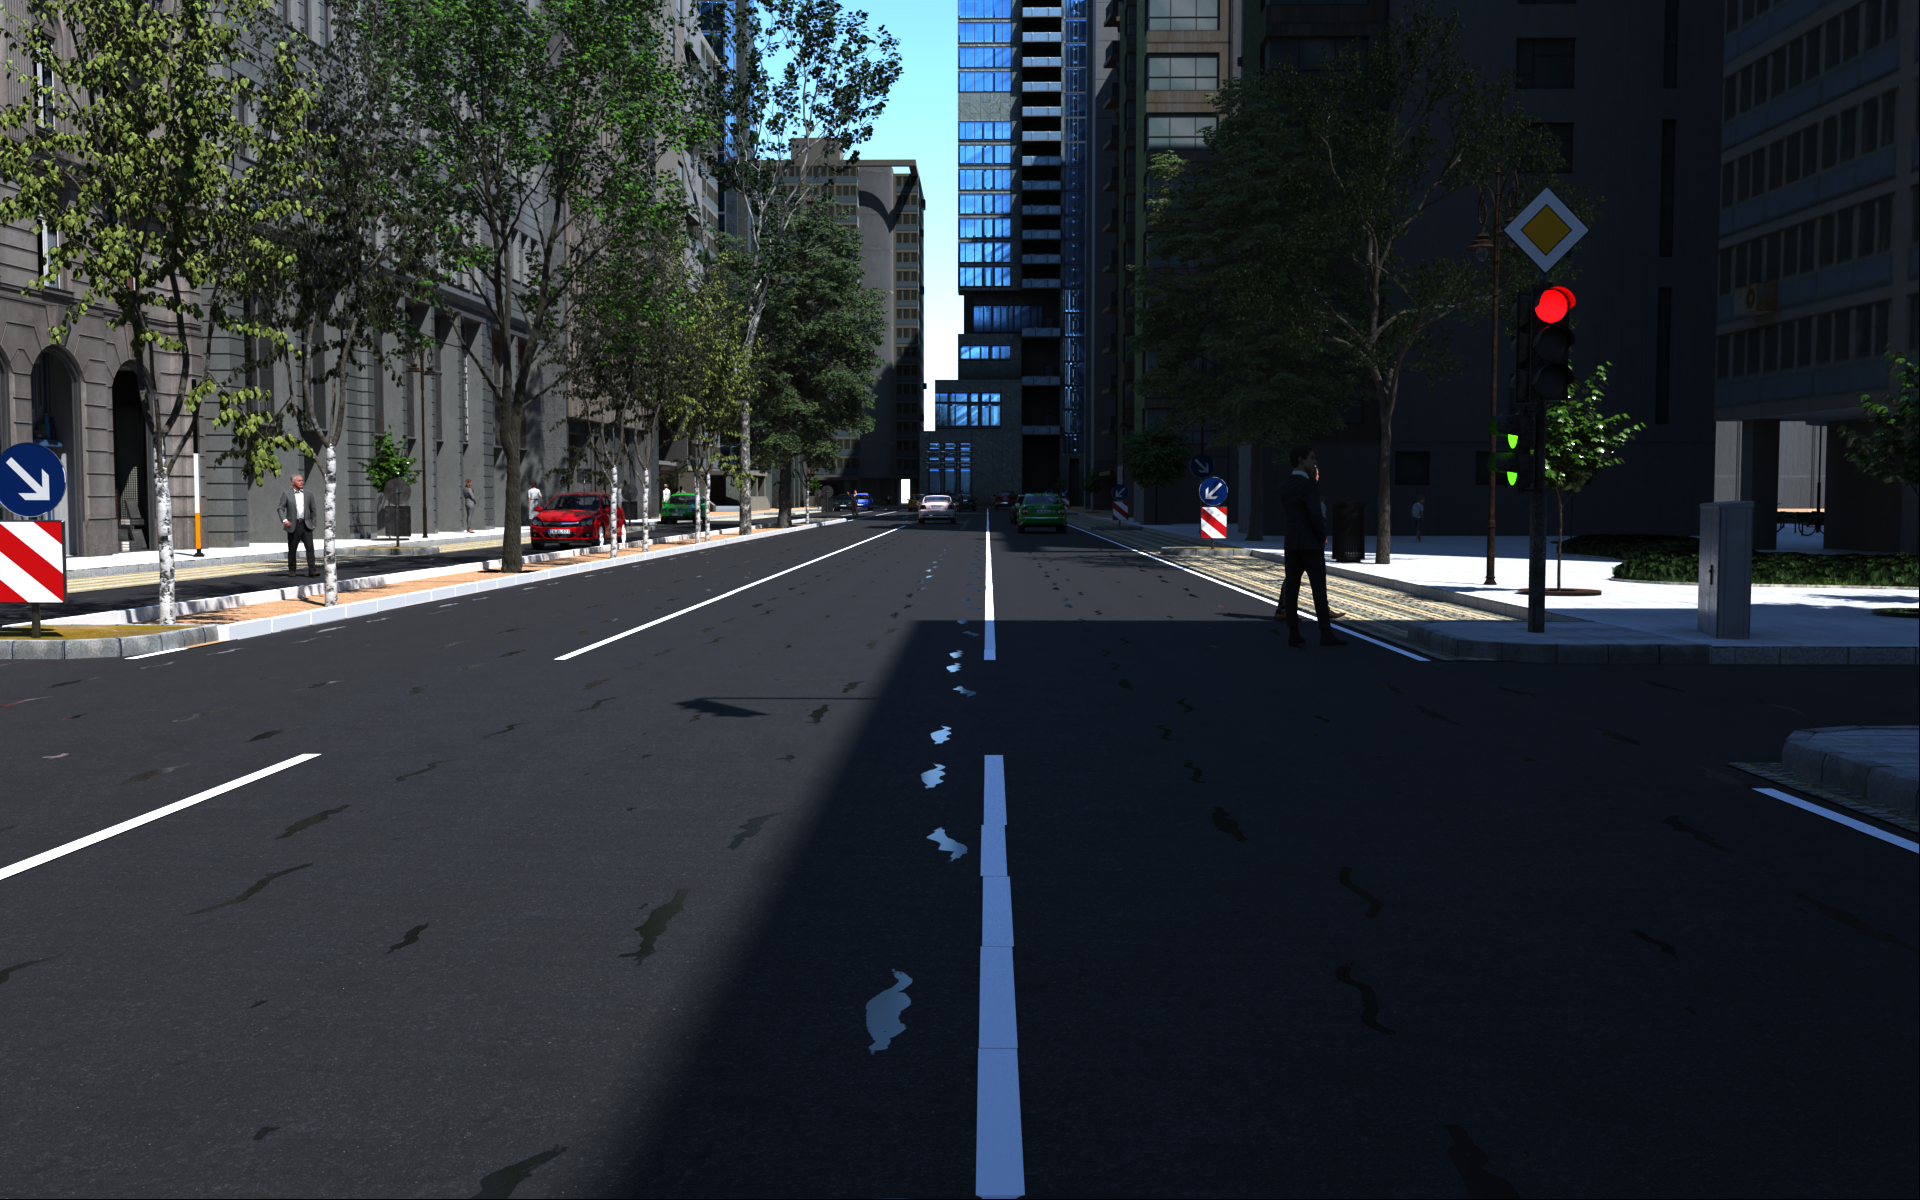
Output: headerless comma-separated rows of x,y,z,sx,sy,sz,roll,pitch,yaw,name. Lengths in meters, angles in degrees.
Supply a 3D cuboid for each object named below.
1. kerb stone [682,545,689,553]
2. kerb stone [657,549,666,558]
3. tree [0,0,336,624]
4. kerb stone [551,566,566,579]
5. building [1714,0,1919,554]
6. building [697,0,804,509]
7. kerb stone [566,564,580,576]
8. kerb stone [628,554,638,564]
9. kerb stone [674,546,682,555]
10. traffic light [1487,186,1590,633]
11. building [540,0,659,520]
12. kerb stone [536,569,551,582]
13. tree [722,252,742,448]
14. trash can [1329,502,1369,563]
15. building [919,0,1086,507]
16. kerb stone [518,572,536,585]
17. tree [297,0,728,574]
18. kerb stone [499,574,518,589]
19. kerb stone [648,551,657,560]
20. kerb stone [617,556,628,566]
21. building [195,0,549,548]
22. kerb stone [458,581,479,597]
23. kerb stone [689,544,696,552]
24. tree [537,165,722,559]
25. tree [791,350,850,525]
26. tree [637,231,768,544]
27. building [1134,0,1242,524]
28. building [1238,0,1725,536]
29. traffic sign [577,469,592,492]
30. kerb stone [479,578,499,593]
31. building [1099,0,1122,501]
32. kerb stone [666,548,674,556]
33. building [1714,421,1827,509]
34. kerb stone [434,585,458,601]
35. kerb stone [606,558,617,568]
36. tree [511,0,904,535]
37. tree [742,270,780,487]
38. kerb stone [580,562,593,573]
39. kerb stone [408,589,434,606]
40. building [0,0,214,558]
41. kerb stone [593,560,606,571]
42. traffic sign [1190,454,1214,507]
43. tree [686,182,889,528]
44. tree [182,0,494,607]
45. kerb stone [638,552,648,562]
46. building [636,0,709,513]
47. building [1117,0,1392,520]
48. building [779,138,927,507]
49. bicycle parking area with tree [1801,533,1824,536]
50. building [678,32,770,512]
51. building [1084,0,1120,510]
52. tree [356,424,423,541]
-6.771,-1.208,41.963,0.120,0.150,1.000,0,4,1,kerb stone
-6.818,-1.021,38.886,0.120,0.150,1.000,0,4,1,kerb stone
-8.085,-3.941,17.262,4.737,8.622,4.395,0,3,0,tree
-6.967,-0.457,29.672,0.120,0.150,1.000,0,4,1,kerb stone
29.256,-20.669,29.824,23.993,40.220,32.217,0,4,1,building
-30.730,-51.456,153.980,31.000,86.520,22.319,0,4,1,building
-6.957,-0.517,30.696,0.120,0.150,1.000,0,4,1,kerb stone
-6.876,-0.826,35.807,0.120,0.150,1.000,0,4,1,kerb stone
-6.790,-1.146,40.940,0.120,0.150,1.000,0,4,1,kerb stone
5.334,-1.655,15.979,0.839,4.253,0.868,0,4,1,traffic light
-21.911,-16.034,80.177,12.078,24.808,19.932,0,4,1,building
-6.987,-0.389,28.639,0.120,0.150,1.000,0,4,1,kerb stone
-7.771,-5.499,42.727,4.360,8.622,3.978,0,3,0,tree
7.303,-1.277,32.534,0.748,1.137,0.748,0,3,0,trash can
11.525,-53.363,185.152,31.000,86.520,22.319,0,4,1,building
-7.001,-0.332,27.617,0.120,0.150,1.000,0,4,1,kerb stone
-8.024,-6.284,30.955,9.928,11.665,9.643,0,3,0,tree
-7.015,-0.263,26.586,0.120,0.150,1.000,0,4,1,kerb stone
-6.837,-0.955,37.856,0.120,0.150,1.000,0,4,1,kerb stone
-6.884,-0.767,34.785,0.120,0.150,1.000,0,4,1,kerb stone
-22.468,-16.986,55.210,11.434,29.767,29.804,0,4,1,building
-7.051,-0.143,24.536,0.120,0.150,1.000,0,4,1,kerb stone
-6.758,-1.272,42.985,0.120,0.150,1.000,0,4,1,kerb stone
-7.664,-5.226,38.273,4.360,8.622,3.978,0,3,0,tree
-6.983,-7.723,79.095,4.360,8.622,3.978,0,3,0,tree
-7.198,-5.782,47.358,4.737,8.622,4.395,0,3,0,tree
15.114,-24.295,80.821,14.154,41.232,14.086,0,4,1,building
16.367,-17.576,59.071,14.160,30.474,14.107,0,4,1,building
-15.030,-4.110,69.325,0.606,2.300,0.079,0,4,4,traffic sign
-7.036,-0.203,25.558,0.120,0.150,1.000,0,4,1,kerb stone
21.590,-28.641,122.908,22.147,44.769,28.867,0,4,1,building
-6.806,-1.083,39.909,0.120,0.150,1.000,0,4,1,kerb stone
70.419,-28.998,157.716,14.086,41.232,14.154,0,4,1,building
-7.066,-0.079,23.502,0.120,0.150,1.000,0,4,1,kerb stone
-6.904,-0.701,33.763,0.120,0.150,1.000,0,4,1,kerb stone
-8.635,-12.349,60.260,12.611,20.169,13.585,0,3,0,tree
-7.592,-6.066,52.004,4.360,8.622,3.978,0,3,0,tree
-6.938,-0.582,31.718,0.120,0.150,1.000,0,4,1,kerb stone
-7.086,-0.017,22.474,0.120,0.150,1.000,0,4,1,kerb stone
-23.691,-11.424,28.586,13.314,21.916,24.055,0,4,1,building
-6.920,-0.644,32.740,0.120,0.150,1.000,0,4,1,kerb stone
7.670,-3.357,54.987,0.768,2.556,0.104,0,4,2,traffic sign
-7.326,-9.947,71.742,9.857,13.997,8.962,0,3,0,tree
-7.970,-4.225,21.900,4.360,8.622,3.978,0,3,0,tree
-6.858,-0.895,36.834,0.120,0.150,1.000,0,4,1,kerb stone
-30.866,-31.572,105.440,28.713,52.752,27.495,0,4,1,building
16.134,-20.151,101.162,14.160,30.474,14.107,0,4,1,building
-15.897,-30.556,191.470,23.993,40.220,32.217,0,4,1,building
28.896,-4.153,54.907,9.016,4.147,8.231,1,4,9,bicycle parking area with tree
-31.557,-26.912,131.891,32.217,40.220,23.993,0,4,1,building
21.429,-37.247,150.981,21.231,58.520,28.212,0,4,1,building
-15.754,-3.256,47.837,1.663,3.219,1.824,0,3,0,tree
